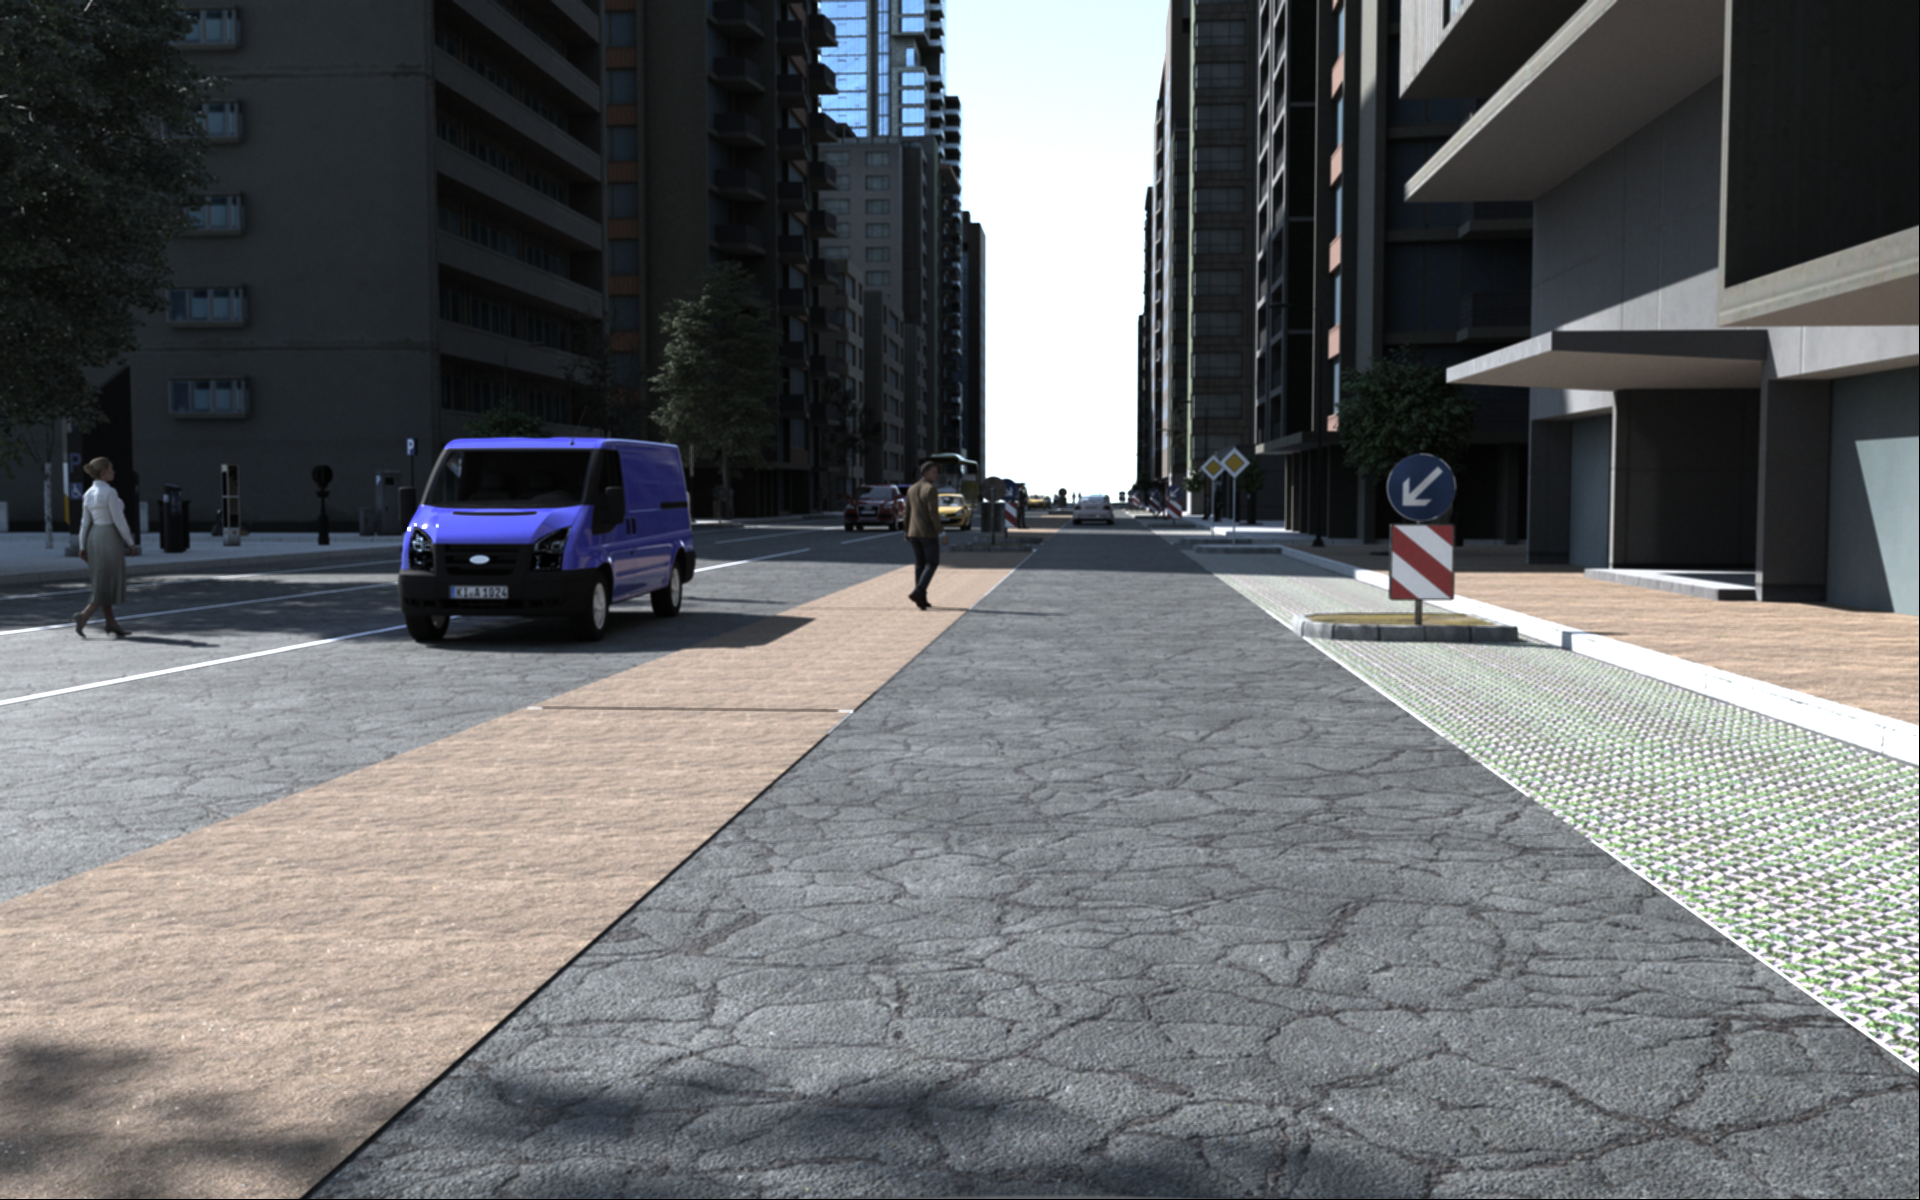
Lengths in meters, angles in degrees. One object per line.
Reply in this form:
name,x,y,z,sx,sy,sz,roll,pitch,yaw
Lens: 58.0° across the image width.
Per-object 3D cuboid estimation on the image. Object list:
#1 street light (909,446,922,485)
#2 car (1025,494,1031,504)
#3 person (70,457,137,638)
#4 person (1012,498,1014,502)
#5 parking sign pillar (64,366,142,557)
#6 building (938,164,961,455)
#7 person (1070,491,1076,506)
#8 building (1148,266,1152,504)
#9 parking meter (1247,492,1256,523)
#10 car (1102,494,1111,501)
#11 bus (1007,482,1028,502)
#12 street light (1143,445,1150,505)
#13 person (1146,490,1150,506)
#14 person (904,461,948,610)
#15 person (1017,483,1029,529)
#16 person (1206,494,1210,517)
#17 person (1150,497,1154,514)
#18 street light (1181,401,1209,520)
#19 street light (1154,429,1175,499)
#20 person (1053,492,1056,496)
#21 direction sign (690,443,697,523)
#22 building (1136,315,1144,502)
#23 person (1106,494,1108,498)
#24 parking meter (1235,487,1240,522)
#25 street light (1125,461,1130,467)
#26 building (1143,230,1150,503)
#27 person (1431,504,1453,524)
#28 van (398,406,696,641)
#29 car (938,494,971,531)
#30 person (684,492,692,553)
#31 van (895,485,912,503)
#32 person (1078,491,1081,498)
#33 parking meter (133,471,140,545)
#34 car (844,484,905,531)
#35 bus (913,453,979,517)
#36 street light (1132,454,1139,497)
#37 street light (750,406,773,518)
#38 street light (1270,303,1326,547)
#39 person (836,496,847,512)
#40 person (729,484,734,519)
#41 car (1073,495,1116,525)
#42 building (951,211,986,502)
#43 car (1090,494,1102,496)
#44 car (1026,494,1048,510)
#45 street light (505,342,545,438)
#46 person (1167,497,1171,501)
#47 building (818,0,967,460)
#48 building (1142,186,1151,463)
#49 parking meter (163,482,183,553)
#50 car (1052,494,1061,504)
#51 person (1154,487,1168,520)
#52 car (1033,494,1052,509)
street light,-4.330,-11.862,166.487,1.470,5.913,1.316,0,4,5
car,8.590,-12.725,220.061,2.014,1.417,4.499,0,4,3
person,-8.612,-0.527,17.337,0.478,1.798,0.641,3,4,38
person,7.531,-14.423,245.041,0.721,1.735,1.217,2,4,24
parking sign pillar,-17.793,-2.898,35.855,1.447,3.967,1.447,1,4,20
building,-11.441,-34.899,225.226,22.147,44.769,28.867,0,4,5
person,13.613,-12.186,207.723,0.705,1.826,1.348,-1,4,-22
building,30.888,-27.366,219.135,14.160,30.474,14.107,0,4,5
parking meter,12.697,-4.096,75.380,0.372,1.533,0.369,0,3,0
car,23.164,-16.284,278.043,2.131,1.459,4.920,0,4,4
bus,8.766,-16.708,268.031,2.948,3.499,13.247,0,4,6
street light,17.968,-11.665,163.261,1.470,5.913,1.316,0,4,5
person,19.766,-10.650,180.977,0.742,1.727,0.445,-1,4,-18
person,-0.431,-0.805,21.574,0.656,1.842,0.836,1,4,17
person,2.578,-3.867,71.081,0.474,1.900,0.648,-1,4,-9
person,13.908,-5.351,97.808,0.425,1.301,0.394,3,5,41
person,13.654,-6.811,122.460,0.503,1.515,0.523,1,4,16
street light,11.672,-6.946,86.104,1.470,5.913,1.316,0,4,5
street light,14.787,-9.269,124.086,1.470,5.913,1.316,0,4,5
person,15.186,-16.274,275.361,1.217,1.735,0.721,-2,4,-31
direction sign,-11.999,-5.235,77.582,0.379,3.537,0.876,-1,4,-19
building,35.287,-30.892,276.779,14.160,30.474,14.107,0,4,5
person,19.438,-13.318,229.487,0.421,1.427,0.697,0,4,1
parking meter,12.668,-4.496,79.219,0.255,1.863,0.399,0,4,2
street light,24.653,-16.760,246.568,1.470,5.913,1.316,0,4,5
building,34.799,-35.399,262.374,14.154,41.232,14.086,0,4,5
person,10.967,-2.026,39.388,0.641,1.798,0.478,-3,5,-44
van,-4.328,-0.873,18.658,2.240,2.365,5.245,0,4,3
car,-0.508,-3.583,68.800,2.015,1.641,3.980,0,4,5
person,-3.931,-0.929,23.908,0.478,1.798,0.641,1,4,9
van,-3.617,-6.641,112.957,2.240,2.365,5.245,0,4,5
person,14.864,-12.599,214.426,0.705,1.831,1.348,2,4,28
parking meter,-20.753,-2.306,43.421,0.255,1.863,0.399,-1,4,-9
car,-3.308,-3.654,68.422,2.281,1.827,5.304,0,4,4
bus,-0.687,-7.075,107.216,2.896,3.916,12.252,0,4,6
street light,21.058,-14.014,201.676,1.470,5.913,1.316,0,4,5
street light,-10.392,-7.259,91.223,1.470,5.913,1.316,0,4,5
street light,8.217,-4.259,42.178,1.470,5.913,1.316,0,4,5
person,-8.378,-6.800,122.720,1.012,1.151,0.738,2,4,24
person,-11.853,-5.059,88.936,0.511,1.800,0.466,2,4,26
car,6.367,-4.279,82.328,2.083,1.381,4.827,0,4,7
building,-3.184,-38.351,277.151,14.600,45.320,14.200,0,4,5
car,14.787,-10.985,188.404,1.959,1.807,4.718,0,4,4
car,7.199,-9.288,162.079,2.015,1.641,3.980,0,4,3
street light,-13.401,-4.935,53.233,1.470,5.913,1.316,0,4,5
person,15.430,-7.337,126.540,0.750,1.759,0.617,1,4,20
building,-9.777,-57.561,253.792,22.319,86.520,31.000,0,4,5
building,36.588,-35.841,240.616,22.147,44.769,28.867,0,4,5
parking meter,-17.163,-1.796,37.774,0.372,1.533,0.369,0,3,0
car,13.864,-14.042,241.587,2.014,1.417,4.499,0,4,4
person,11.066,-5.289,95.069,0.778,1.811,0.616,0,4,-2
car,8.203,-9.818,172.530,2.014,1.417,4.499,0,4,5
